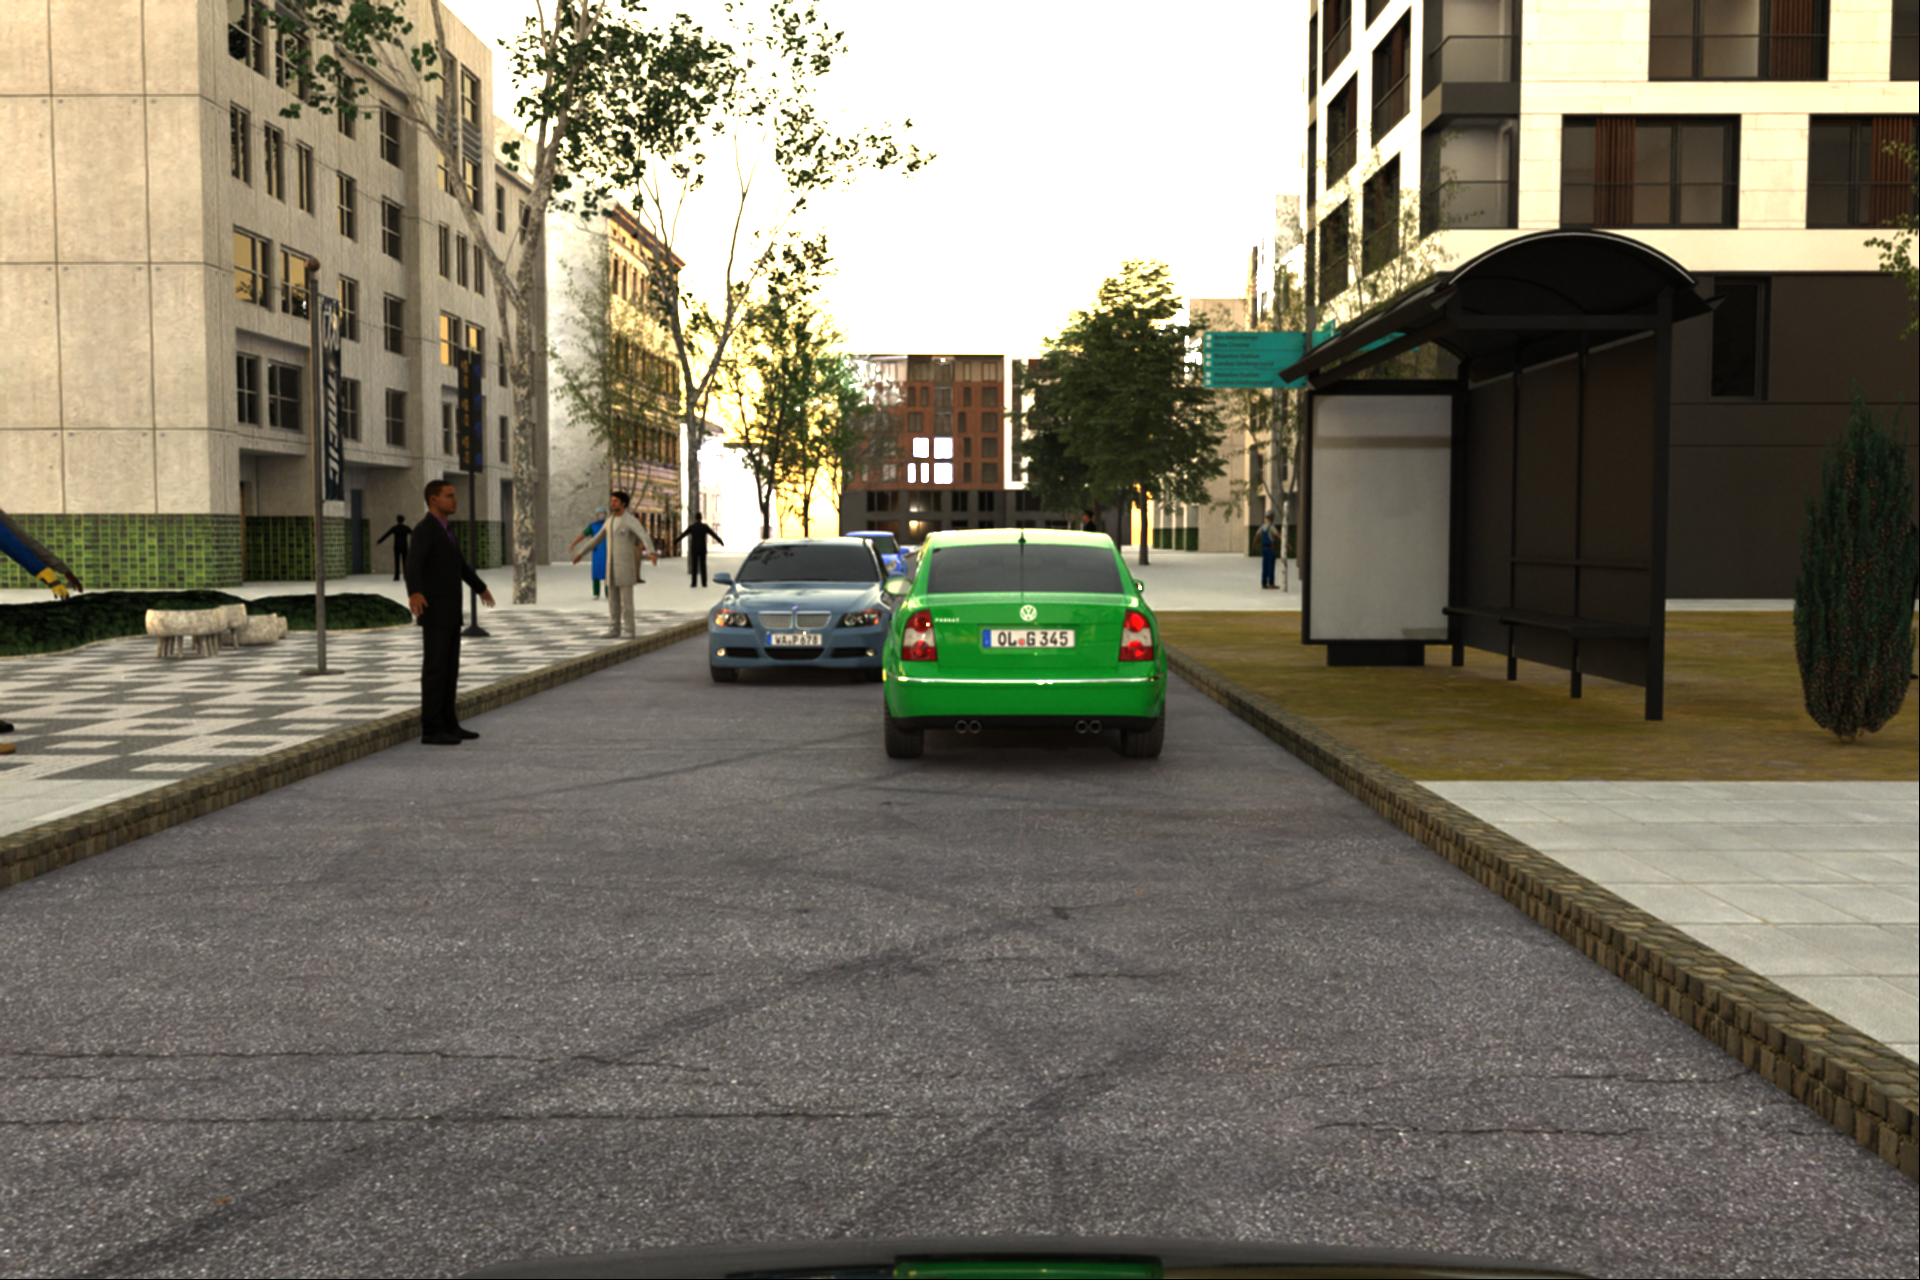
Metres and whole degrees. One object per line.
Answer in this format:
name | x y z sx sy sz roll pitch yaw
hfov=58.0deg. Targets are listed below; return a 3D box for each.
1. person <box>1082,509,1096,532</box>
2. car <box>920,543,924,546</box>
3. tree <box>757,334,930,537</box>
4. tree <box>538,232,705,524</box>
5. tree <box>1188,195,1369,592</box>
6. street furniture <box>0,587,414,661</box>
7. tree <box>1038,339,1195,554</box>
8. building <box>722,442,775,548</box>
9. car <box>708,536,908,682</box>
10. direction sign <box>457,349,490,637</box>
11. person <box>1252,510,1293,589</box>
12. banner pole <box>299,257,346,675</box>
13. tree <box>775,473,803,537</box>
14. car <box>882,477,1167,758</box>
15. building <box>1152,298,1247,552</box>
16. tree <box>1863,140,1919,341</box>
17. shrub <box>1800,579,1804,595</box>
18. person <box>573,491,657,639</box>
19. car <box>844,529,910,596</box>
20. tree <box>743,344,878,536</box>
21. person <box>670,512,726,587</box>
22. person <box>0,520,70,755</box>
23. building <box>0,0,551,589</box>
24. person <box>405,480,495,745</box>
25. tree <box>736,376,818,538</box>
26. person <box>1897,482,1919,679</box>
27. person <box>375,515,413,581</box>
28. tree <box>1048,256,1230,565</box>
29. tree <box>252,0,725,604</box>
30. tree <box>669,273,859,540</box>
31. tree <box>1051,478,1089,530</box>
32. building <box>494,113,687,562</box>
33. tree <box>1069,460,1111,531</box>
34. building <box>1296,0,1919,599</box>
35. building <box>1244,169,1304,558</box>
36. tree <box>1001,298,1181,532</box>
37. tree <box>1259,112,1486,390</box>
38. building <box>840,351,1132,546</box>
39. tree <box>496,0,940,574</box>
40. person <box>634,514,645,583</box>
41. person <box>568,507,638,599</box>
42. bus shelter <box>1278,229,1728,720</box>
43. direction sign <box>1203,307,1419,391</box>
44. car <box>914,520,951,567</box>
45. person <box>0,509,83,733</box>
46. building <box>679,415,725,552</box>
person | 2.821 -1.987 38.419 0.705 1.837 1.347 1 4 19
car | -0.613 -3.780 73.598 2.131 1.459 4.920 0 4 0
tree | -7.476 -12.009 106.723 12.009 13.543 11.850 0 3 0
tree | -8.209 -5.657 42.848 4.360 8.622 3.978 0 3 0
tree | 7.176 -5.354 37.901 4.360 8.622 3.978 0 3 0
street furniture | -10.347 -0.377 21.791 5.734 0.657 10.072 0 4 -3
tree | 7.327 -8.988 81.371 8.767 10.594 7.601 2 4 26
building | -22.718 -14.043 171.746 9.099 9.664 28.070 0 4 1
car | -1.542 -0.386 18.308 2.014 1.417 4.499 0 3 0
direction sign | -6.111 -1.815 21.679 0.379 3.537 0.876 0 4 1
person | 7.268 -2.125 40.608 0.705 1.847 1.347 -2 4 -32
banner pole | -5.850 -1.590 16.019 0.401 3.779 0.863 0 4 2
tree | -19.735 -15.452 203.005 4.360 8.622 3.978 0 3 0
car | 0.407 -0.223 12.435 1.959 1.807 4.718 0 3 0
building | 25.440 -16.624 138.258 16.747 18.905 31.486 0 4 0
tree | 16.456 -4.688 27.009 4.737 8.622 4.395 0 3 0
shrub | 11.874 -0.754 23.446 1.383 1.207 1.383 0 3 0
person | -4.196 -0.924 21.291 1.347 1.806 0.705 2 4 32
car | -2.152 -1.933 41.200 1.945 1.707 3.694 0 4 1
tree | -8.309 -10.286 93.928 9.928 11.665 9.643 0 3 0
person | -6.318 -2.181 41.889 1.346 1.802 0.704 -1 4 -13
person | -5.772 -0.249 10.042 1.349 1.833 0.705 1 4 19
building | -25.545 -11.566 55.562 16.747 18.905 31.486 0 4 1
person | -3.548 -0.198 11.927 0.704 1.802 1.346 0 4 5
tree | -8.106 -7.821 78.241 4.737 8.622 4.395 0 3 0
person | 8.435 -0.534 15.452 0.721 1.740 1.216 0 4 -4
person | -15.406 -2.539 47.705 1.347 1.806 0.705 -2 4 -26
tree | 7.206 -9.383 71.540 7.486 12.596 7.792 0 3 0
tree | -9.179 -10.774 32.045 12.611 20.169 13.585 0 3 0
tree | -7.921 -8.812 69.832 9.928 11.665 9.643 0 3 0
tree | 6.952 -9.985 113.610 4.360 8.622 3.978 0 3 0
building | -25.081 -15.720 87.943 19.493 23.208 18.063 0 4 1
tree | 7.784 -9.601 107.334 4.737 8.622 4.395 0 3 0
building | 23.361 -12.585 49.735 27.936 21.610 32.646 0 4 0
building | 24.685 -13.250 83.102 16.747 18.905 31.486 0 3 0
tree | 7.316 -11.428 93.496 9.857 13.997 8.962 0 3 0
tree | 7.651 -4.889 30.299 4.360 8.622 3.978 0 3 0
building | 2.429 -21.963 205.528 32.646 21.610 27.936 0 4 -2
tree | -7.513 -12.105 53.802 12.611 20.169 13.585 0 3 0
person | -8.435 -2.400 45.510 0.705 1.796 1.348 -1 4 -10
person | -7.027 -1.708 34.049 1.347 1.817 0.704 -1 4 -20
bus shelter | 4.097 -1.246 14.289 2.014 3.302 5.546 0 4 1
direction sign | 4.128 -1.904 19.899 2.525 3.948 1.411 0 3 0
car | -0.275 -2.339 47.043 1.959 1.807 4.718 0 4 -1
person | -6.366 -0.305 11.111 1.348 1.813 0.705 0 4 -5
building | -22.994 -11.849 135.883 9.099 9.664 28.070 0 4 1
